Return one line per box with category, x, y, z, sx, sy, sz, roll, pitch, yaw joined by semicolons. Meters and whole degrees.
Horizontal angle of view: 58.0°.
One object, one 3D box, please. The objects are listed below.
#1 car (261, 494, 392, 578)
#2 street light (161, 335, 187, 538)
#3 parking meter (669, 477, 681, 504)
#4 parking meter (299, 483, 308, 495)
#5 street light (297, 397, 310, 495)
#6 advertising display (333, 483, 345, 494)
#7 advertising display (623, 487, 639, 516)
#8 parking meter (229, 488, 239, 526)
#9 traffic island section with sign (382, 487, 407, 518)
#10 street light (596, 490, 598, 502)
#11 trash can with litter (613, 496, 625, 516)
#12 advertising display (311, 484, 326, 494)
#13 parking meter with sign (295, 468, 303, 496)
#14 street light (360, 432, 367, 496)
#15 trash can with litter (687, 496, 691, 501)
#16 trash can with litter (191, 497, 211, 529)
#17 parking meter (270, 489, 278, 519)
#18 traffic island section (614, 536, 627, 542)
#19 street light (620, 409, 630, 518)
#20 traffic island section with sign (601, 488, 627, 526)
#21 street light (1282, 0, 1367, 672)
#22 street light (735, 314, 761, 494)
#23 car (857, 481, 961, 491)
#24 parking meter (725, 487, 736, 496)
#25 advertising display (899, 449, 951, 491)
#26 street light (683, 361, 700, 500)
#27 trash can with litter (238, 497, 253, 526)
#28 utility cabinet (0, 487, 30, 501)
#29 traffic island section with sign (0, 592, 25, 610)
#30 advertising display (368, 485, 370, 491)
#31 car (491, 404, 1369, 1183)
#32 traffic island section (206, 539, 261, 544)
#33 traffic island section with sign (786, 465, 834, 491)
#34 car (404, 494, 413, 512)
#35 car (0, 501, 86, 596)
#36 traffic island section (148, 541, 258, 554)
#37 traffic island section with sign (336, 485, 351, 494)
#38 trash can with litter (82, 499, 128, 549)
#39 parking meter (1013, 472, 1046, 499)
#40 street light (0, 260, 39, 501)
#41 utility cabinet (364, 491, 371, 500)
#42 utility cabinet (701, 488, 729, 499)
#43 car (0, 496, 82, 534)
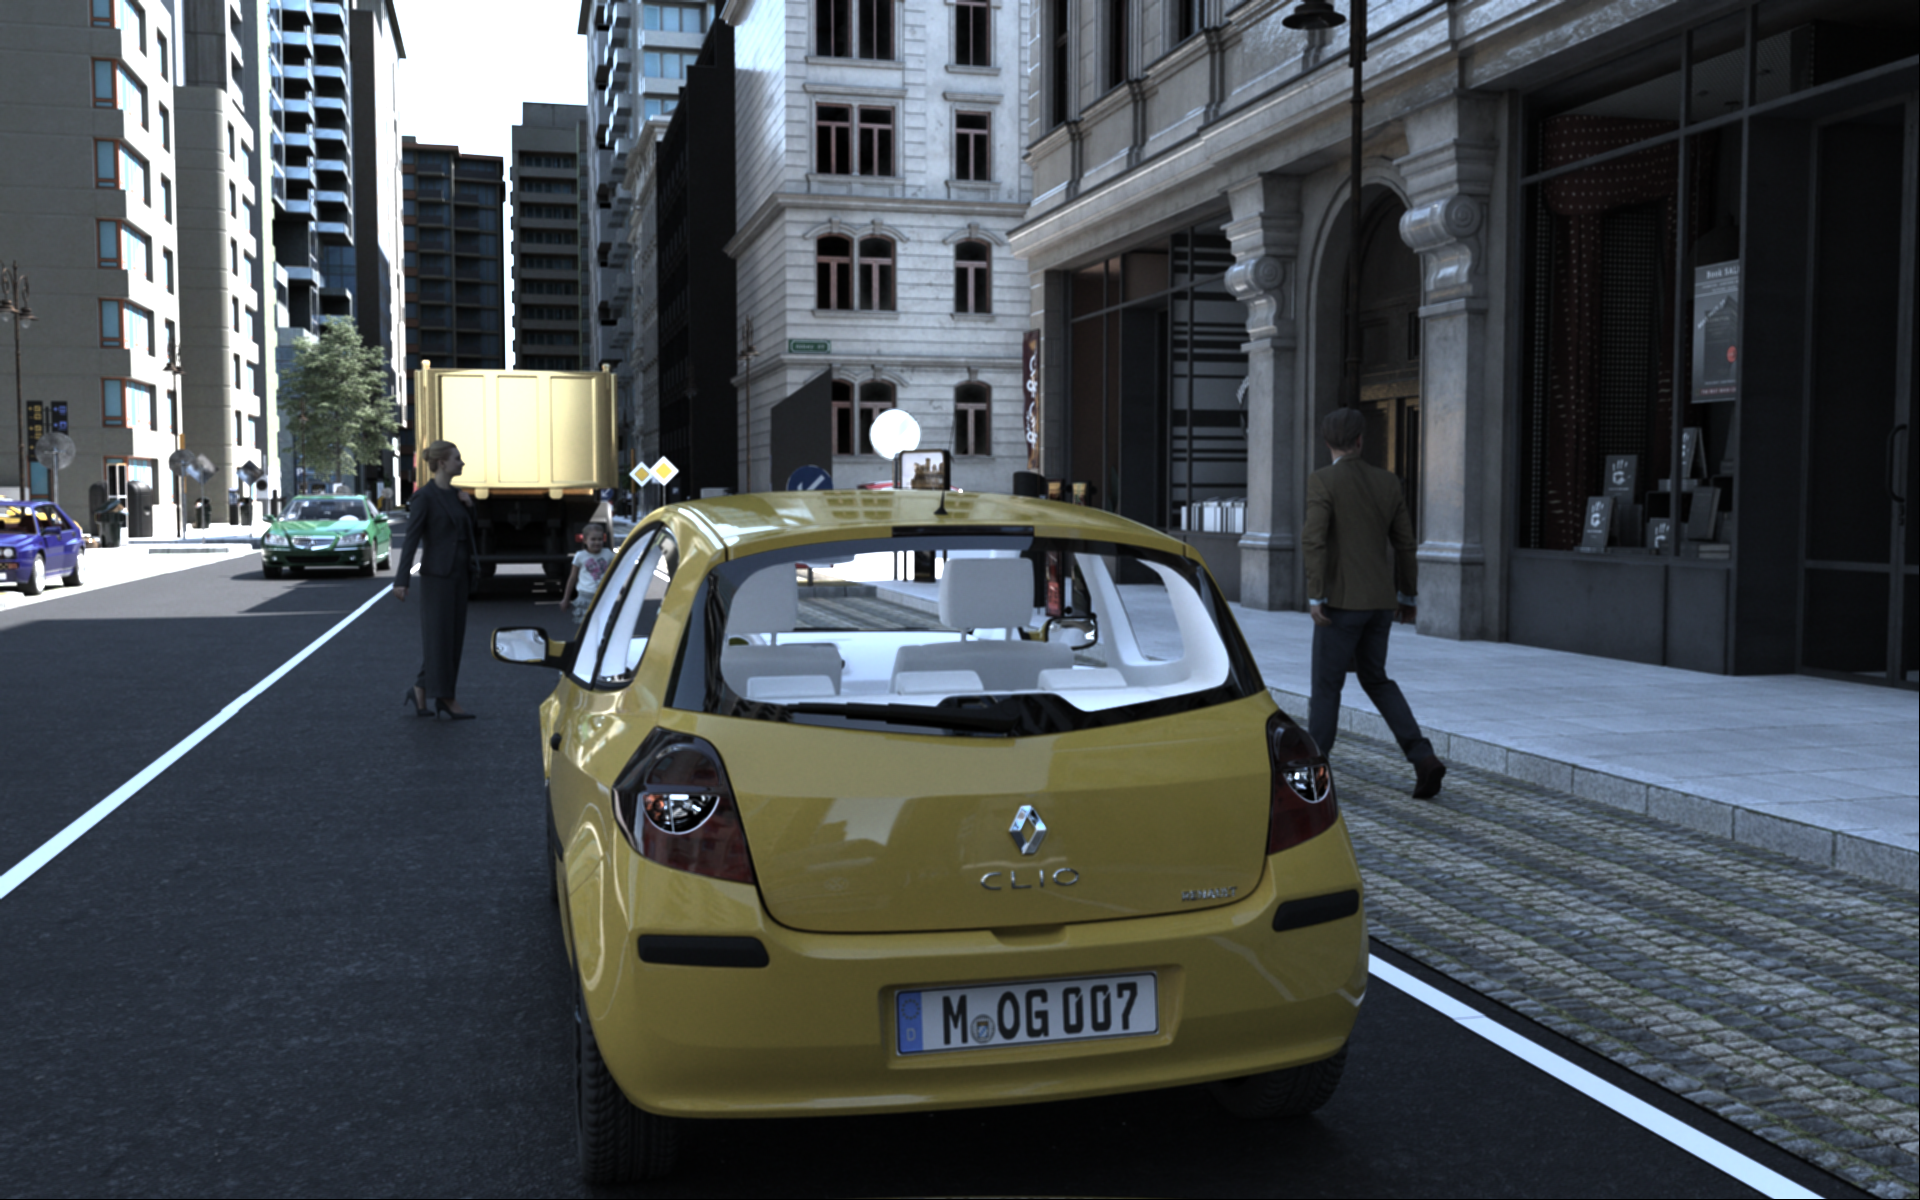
car;-11.377;-1.193;31.302;2.131;1.459;4.920;-1;4;-13
street light;-22.819;-4.748;50.417;0.468;5.910;1.993;-1;4;-14
parking meter;-9.891;-3.327;60.104;0.399;1.863;0.255;-1;4;-13
parking meter;-33.741;-5.098;89.062;0.255;1.863;0.399;2;4;26
street light;-31.234;-6.706;82.430;0.468;5.910;1.993;-1;4;-14
advertising display;-35.485;-5.734;98.961;0.974;1.923;0.123;2;4;35
advertising display;-19.647;-6.003;103.365;0.974;1.923;0.123;1;4;19
parking meter;-29.370;-3.771;70.062;0.372;1.533;0.369;0;3;0
traffic island section with sign;-33.687;-5.716;102.089;1.989;1.847;2.006;-1;4;-14
street light;-26.297;-9.328;125.304;0.468;5.910;1.993;-1;4;-14
trash can with litter;-19.725;-5.398;99.652;1.055;1.170;0.624;-1;4;-19
advertising display;-42.103;-6.636;113.716;0.123;1.923;0.974;3;4;37
parking meter with sign;-43.288;-7.182;113.681;0.543;3.016;1.738;-1;4;-21
street light;-39.525;-8.697;114.989;0.468;5.910;1.993;-1;4;-14
trash can with litter;-10.941;-3.587;69.698;1.678;1.210;2.233;-1;4;-12
trash can with litter;-27.732;-3.162;63.093;1.055;1.170;0.624;3;5;42
parking meter;-35.848;-5.020;90.486;0.372;1.533;0.369;0;3;0
traffic island section;-9.745;-1.896;53.282;2.009;0.180;2.903;-1;4;-14
street light;-17.884;-7.327;92.578;0.468;5.910;1.993;-1;4;-14
traffic island section with sign;-15.907;-4.188;77.101;1.989;1.847;2.006;-1;4;-14
street light;2.821;-2.421;12.368;0.468;5.910;1.993;-1;4;-14
street light;-5.465;-4.399;44.717;0.468;5.910;1.993;-1;4;-14
car;-0.814;-2.540;50.208;5.304;1.827;2.281;-1;4;-16
parking meter;-7.883;-3.118;59.398;0.372;1.533;0.369;0;3;0
advertising display;-0.513;-1.216;25.095;0.123;1.923;0.974;-3;5;-44
street light;-9.307;-5.340;60.096;0.468;5.910;1.993;-1;4;-14
trash can with litter;-28.547;-3.527;69.056;0.624;1.170;1.055;-2;4;-32
utility cabinet;-29.752;-2.784;54.197;1.173;1.500;0.318;0;4;1
traffic island section with sign;-12.899;-0.792;21.582;1.989;1.847;2.006;-1;4;-14
advertising display;-41.505;-7.123;121.676;0.123;1.923;0.974;-1;4;-17
car;-0.359;0.309;5.176;2.015;1.641;3.980;-1;4;-15
traffic island section;-20.680;-1.724;50.472;2.009;0.180;2.903;-1;4;-14
traffic island section with sign;-2.351;-0.978;24.613;1.989;1.847;2.006;-1;4;-14
car;-42.993;-7.801;137.334;2.009;1.686;4.222;-1;4;-14
car;-14.046;-0.775;25.251;1.945;1.354;3.894;-1;4;-15
traffic island section;-18.682;-1.251;42.740;2.009;0.180;2.903;-1;4;-14
traffic island section with sign;-26.810;-4.088;75.461;1.989;1.847;2.006;-1;4;-14
trash can with litter;-20.114;-1.785;40.580;0.624;1.170;1.055;2;4;28
parking meter;0.789;-0.691;19.708;0.372;1.533;0.369;0;3;0
street light;-18.657;-3.766;34.366;0.468;5.910;1.993;-1;4;-14
utility cabinet;-41.079;-6.819;120.166;0.318;1.500;1.173;-1;4;-9
utility cabinet;-8.938;-3.326;63.052;1.173;1.500;0.318;3;4;39
car;-24.512;-2.062;43.940;3.980;1.641;2.015;-1;4;-15
